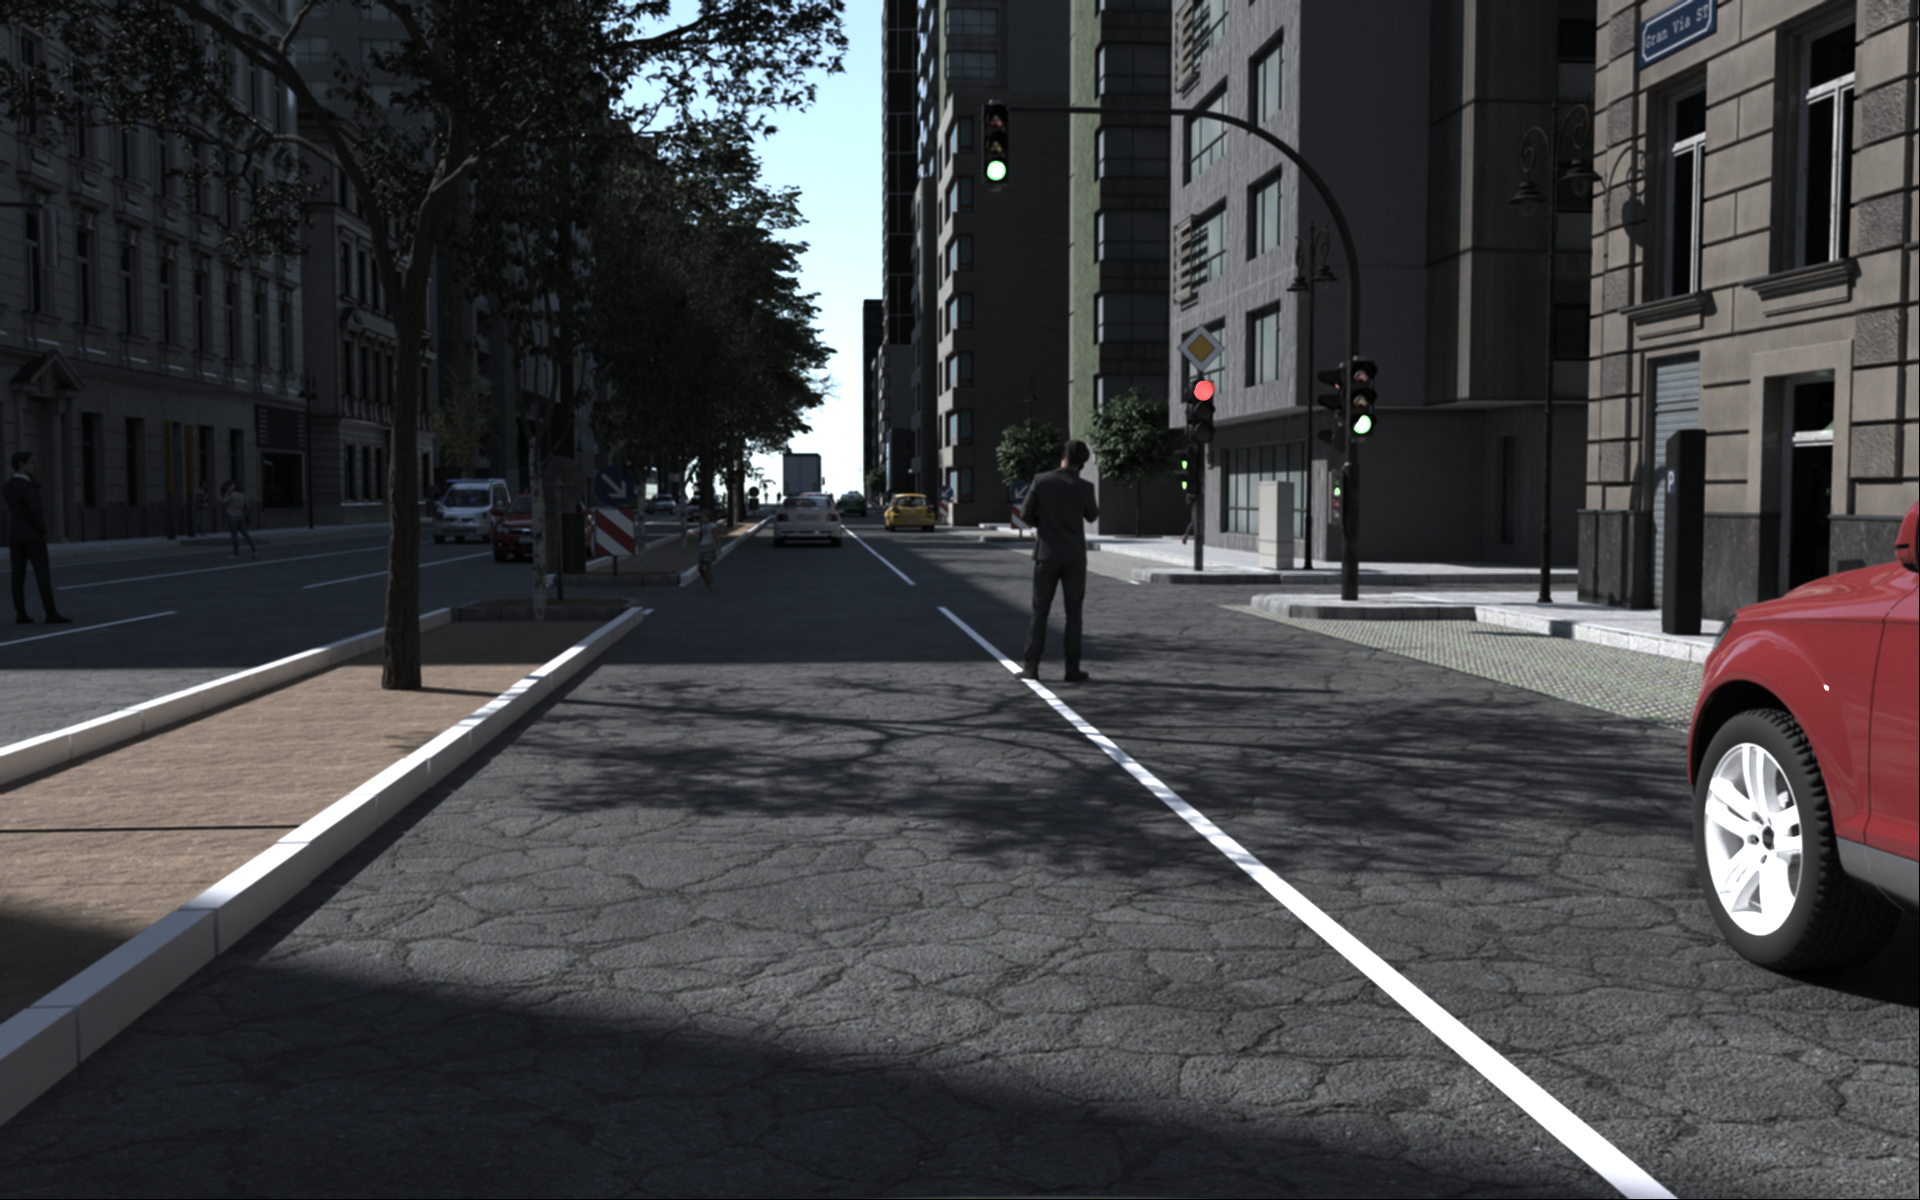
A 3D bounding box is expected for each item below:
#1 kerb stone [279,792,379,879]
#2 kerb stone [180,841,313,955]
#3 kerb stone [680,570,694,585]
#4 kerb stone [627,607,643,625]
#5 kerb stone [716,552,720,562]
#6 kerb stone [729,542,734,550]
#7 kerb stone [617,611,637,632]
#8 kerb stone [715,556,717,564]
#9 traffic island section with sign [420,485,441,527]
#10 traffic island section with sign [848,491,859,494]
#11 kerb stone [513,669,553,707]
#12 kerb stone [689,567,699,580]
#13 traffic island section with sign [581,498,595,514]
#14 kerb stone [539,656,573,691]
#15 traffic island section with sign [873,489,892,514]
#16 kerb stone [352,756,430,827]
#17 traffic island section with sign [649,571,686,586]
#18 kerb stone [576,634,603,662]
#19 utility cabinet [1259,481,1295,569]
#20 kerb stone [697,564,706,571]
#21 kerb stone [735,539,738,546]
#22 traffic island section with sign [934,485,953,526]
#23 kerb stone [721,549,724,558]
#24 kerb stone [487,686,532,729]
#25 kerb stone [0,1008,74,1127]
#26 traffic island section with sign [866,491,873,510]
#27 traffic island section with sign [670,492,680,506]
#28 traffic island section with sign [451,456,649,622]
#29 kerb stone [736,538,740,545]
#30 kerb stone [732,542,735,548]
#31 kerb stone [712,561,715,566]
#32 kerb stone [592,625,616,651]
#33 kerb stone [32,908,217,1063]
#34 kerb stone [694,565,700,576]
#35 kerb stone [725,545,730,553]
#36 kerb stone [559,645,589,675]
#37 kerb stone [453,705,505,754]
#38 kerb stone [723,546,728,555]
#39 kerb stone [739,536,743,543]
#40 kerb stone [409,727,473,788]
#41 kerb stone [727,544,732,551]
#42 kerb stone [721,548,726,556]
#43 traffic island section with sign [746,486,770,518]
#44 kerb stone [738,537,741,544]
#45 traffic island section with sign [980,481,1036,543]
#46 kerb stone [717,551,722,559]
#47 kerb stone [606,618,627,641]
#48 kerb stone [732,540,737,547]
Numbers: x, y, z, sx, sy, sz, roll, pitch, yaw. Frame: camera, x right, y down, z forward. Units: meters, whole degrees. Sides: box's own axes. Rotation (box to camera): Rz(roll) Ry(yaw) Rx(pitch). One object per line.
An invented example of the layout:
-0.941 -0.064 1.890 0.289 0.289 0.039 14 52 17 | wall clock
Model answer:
-2.505 0.936 6.889 0.120 0.150 1.000 0 4 -5 | kerb stone
-2.406 1.000 5.870 0.120 0.150 1.000 0 4 -5 | kerb stone
-4.408 -0.345 27.881 0.120 0.150 1.000 0 4 -5 | kerb stone
-3.610 0.187 19.144 0.120 0.150 1.000 0 4 -5 | kerb stone
-5.127 -0.844 36.058 0.120 0.150 1.000 0 4 -5 | kerb stone
-5.789 -1.284 43.192 0.120 0.150 1.000 0 4 -5 | kerb stone
-3.522 0.253 18.126 0.120 0.150 1.000 0 4 -5 | kerb stone
-5.051 -0.785 35.038 0.120 0.150 1.000 0 4 -5 | kerb stone
-23.074 -4.102 75.694 1.989 1.847 2.006 0 4 -5 | traffic island section with sign
-15.186 -13.999 237.510 1.989 1.847 2.006 0 4 -5 | traffic island section with sign
-2.970 0.623 12.004 0.120 0.150 1.000 0 4 -5 | kerb stone
-4.492 -0.410 28.900 0.120 0.150 1.000 0 4 -5 | kerb stone
-27.606 -7.173 125.903 1.989 1.847 2.006 0 4 -5 | traffic island section with sign
-3.061 0.562 13.029 0.120 0.150 1.000 0 4 -5 | kerb stone
-5.171 -7.225 126.749 1.989 1.847 2.006 0 4 -5 | traffic island section with sign
-2.599 0.874 7.907 0.120 0.150 1.000 0 4 -5 | kerb stone
-5.450 -1.197 27.711 2.006 1.907 1.989 0 4 -5 | traffic island section with sign
-3.244 0.436 15.066 0.120 0.150 1.000 0 4 -5 | kerb stone
5.413 -1.279 29.588 0.318 1.500 1.173 0 4 -5 | utility cabinet
-4.680 -0.533 30.948 0.120 0.150 1.000 0 4 -5 | kerb stone
-6.068 -1.472 46.256 0.120 0.150 1.000 0 4 -5 | kerb stone
-0.807 -4.275 78.521 1.989 1.847 2.006 0 4 -5 | traffic island section with sign
-5.323 -0.973 38.100 0.120 0.150 1.000 0 4 -5 | kerb stone
-2.873 0.693 10.977 0.120 0.150 1.000 0 4 -5 | kerb stone
-2.226 1.123 3.831 0.120 0.150 1.000 0 4 -5 | kerb stone
-7.679 -8.925 154.545 1.989 1.847 2.006 0 4 -5 | traffic island section with sign
-35.050 -12.213 208.313 1.989 1.847 2.006 0 4 -5 | traffic island section with sign
-4.793 -0.746 20.333 2.006 1.907 1.989 0 4 -5 | traffic island section with sign
-6.155 -1.530 47.275 0.120 0.150 1.000 0 4 -5 | kerb stone
-5.881 -1.339 44.210 0.120 0.150 1.000 0 4 -5 | kerb stone
-4.955 -0.723 34.014 0.120 0.150 1.000 0 4 -5 | kerb stone
-3.338 0.374 16.087 0.120 0.150 1.000 0 4 -5 | kerb stone
-2.320 1.064 4.851 0.120 0.150 1.000 0 4 -5 | kerb stone
-4.593 -0.473 29.930 0.120 0.150 1.000 0 4 -5 | kerb stone
-5.599 -1.158 41.154 0.120 0.150 1.000 0 4 -5 | kerb stone
-3.152 0.501 14.048 0.120 0.150 1.000 0 4 -5 | kerb stone
-2.779 0.752 9.957 0.120 0.150 1.000 0 4 -5 | kerb stone
-5.512 -1.097 40.135 0.120 0.150 1.000 0 4 -5 | kerb stone
-6.335 -1.658 49.311 0.120 0.150 1.000 0 4 -5 | kerb stone
-2.685 0.813 8.932 0.120 0.150 1.000 0 4 -5 | kerb stone
-5.692 -1.219 42.172 0.120 0.150 1.000 0 4 -5 | kerb stone
-5.415 -1.030 39.118 0.120 0.150 1.000 0 4 -5 | kerb stone
-12.222 -5.774 102.545 2.006 1.907 1.989 0 4 -5 | traffic island section with sign
-6.254 -1.592 48.292 0.120 0.150 1.000 0 4 -5 | kerb stone
1.626 -2.633 51.675 1.989 1.847 2.006 0 4 -5 | traffic island section with sign
-5.229 -0.908 37.074 0.120 0.150 1.000 0 4 -5 | kerb stone
-3.425 0.311 17.108 0.120 0.150 1.000 0 4 -5 | kerb stone
-5.966 -1.406 45.229 0.120 0.150 1.000 0 4 -5 | kerb stone
